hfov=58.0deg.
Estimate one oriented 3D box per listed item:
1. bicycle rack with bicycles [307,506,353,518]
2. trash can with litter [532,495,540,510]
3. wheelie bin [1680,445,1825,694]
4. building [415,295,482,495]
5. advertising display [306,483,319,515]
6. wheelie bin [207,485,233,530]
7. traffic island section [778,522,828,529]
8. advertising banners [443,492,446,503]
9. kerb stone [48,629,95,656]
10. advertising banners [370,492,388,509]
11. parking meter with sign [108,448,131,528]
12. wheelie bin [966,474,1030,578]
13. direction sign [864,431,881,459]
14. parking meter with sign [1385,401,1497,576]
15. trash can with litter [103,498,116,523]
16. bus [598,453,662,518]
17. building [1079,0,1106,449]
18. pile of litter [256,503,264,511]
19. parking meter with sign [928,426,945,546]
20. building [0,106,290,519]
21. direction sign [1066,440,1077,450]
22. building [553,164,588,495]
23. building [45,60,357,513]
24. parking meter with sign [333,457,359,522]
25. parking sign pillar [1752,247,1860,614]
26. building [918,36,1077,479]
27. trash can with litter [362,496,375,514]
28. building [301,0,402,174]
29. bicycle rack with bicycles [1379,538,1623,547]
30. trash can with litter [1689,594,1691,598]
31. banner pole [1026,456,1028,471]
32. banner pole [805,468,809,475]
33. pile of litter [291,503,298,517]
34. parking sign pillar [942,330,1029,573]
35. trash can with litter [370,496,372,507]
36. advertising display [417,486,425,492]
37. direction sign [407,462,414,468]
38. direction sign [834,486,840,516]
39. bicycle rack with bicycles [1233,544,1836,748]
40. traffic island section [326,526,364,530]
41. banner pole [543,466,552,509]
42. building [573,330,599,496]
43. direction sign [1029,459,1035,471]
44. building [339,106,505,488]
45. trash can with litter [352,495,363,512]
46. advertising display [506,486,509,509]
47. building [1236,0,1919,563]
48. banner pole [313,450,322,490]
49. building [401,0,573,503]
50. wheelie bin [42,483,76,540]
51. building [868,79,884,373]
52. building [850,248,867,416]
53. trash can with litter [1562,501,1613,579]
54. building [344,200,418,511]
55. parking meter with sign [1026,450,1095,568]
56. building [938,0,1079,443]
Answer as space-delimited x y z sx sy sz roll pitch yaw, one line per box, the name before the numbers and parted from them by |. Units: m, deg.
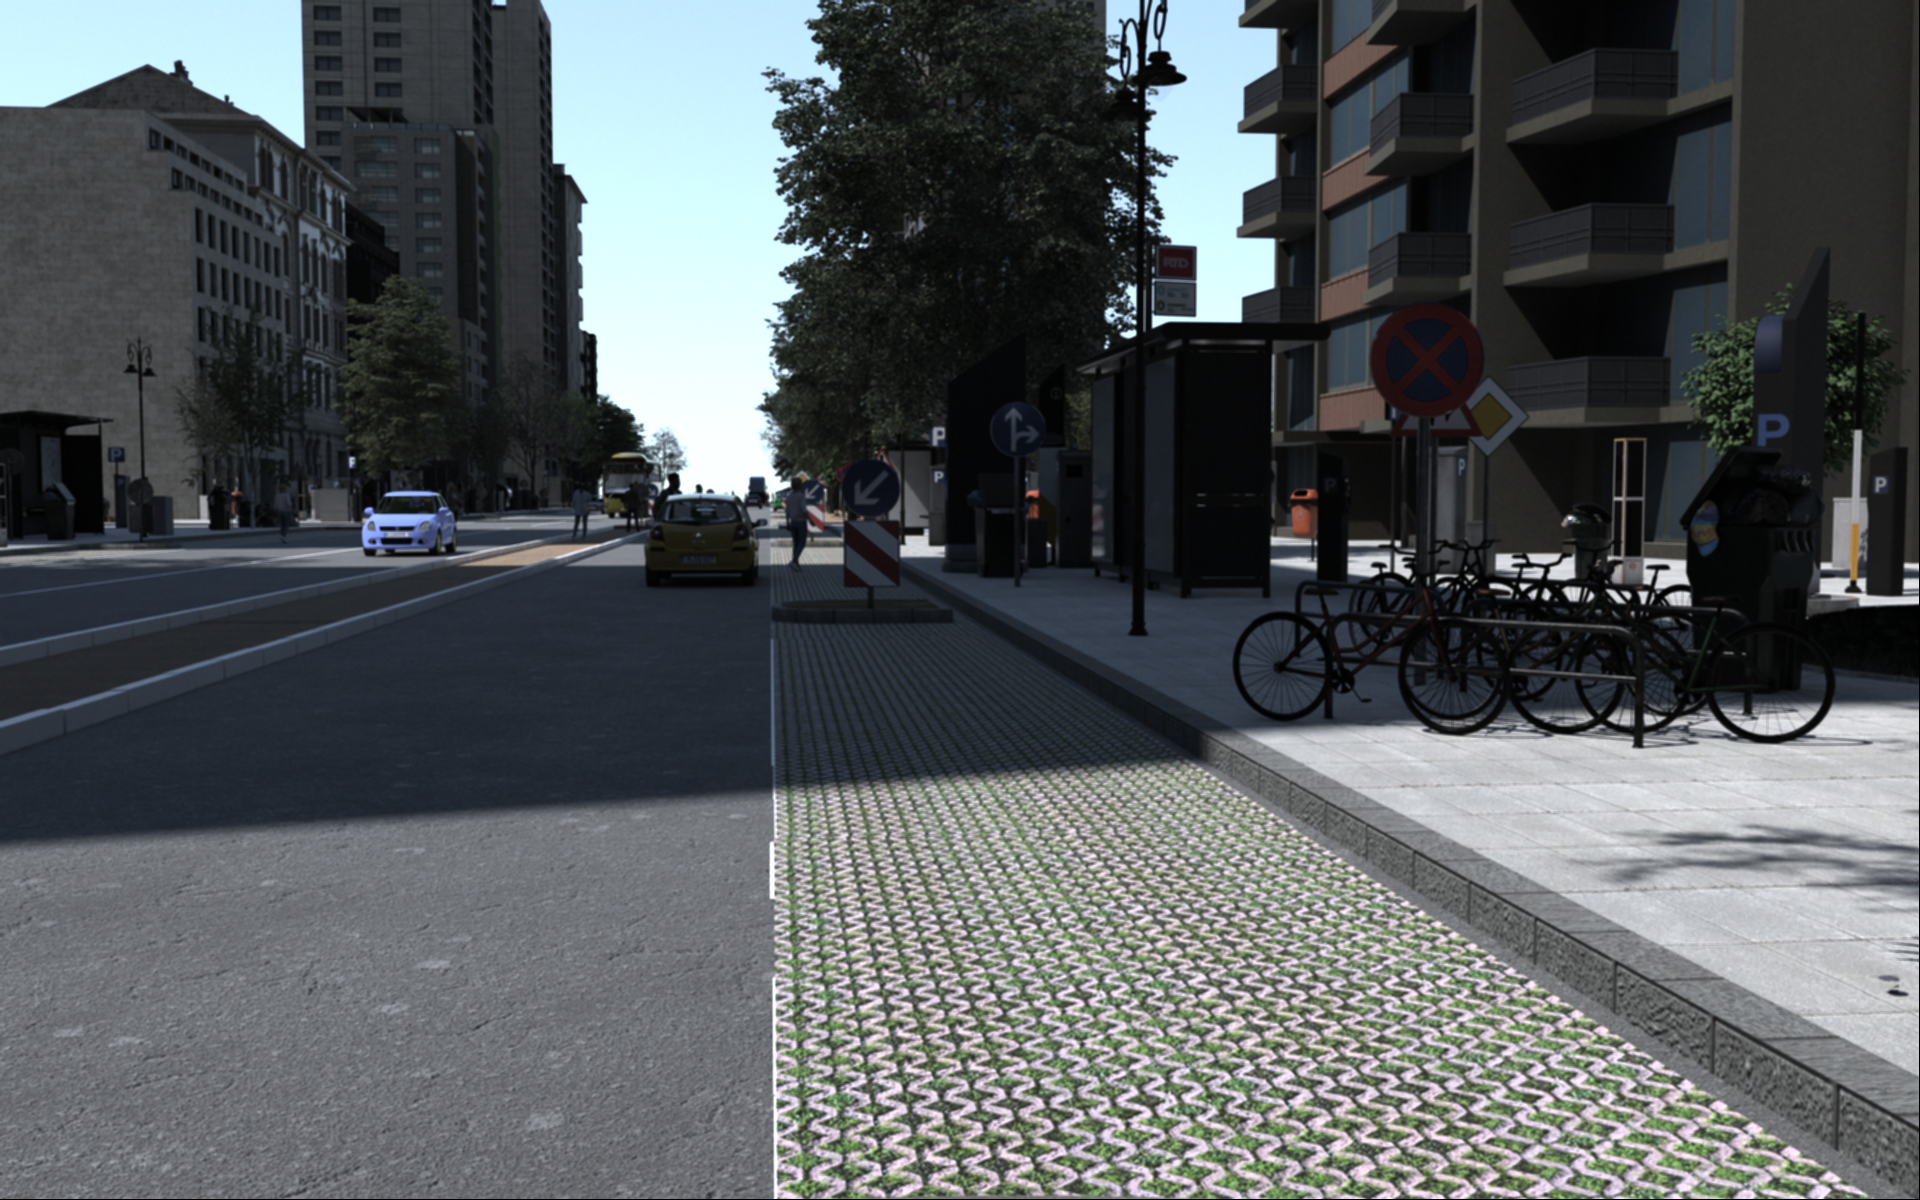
bicycle rack with bicycles | -34.408 -4.981 94.821 2.925 0.926 2.852 -1 4 -23
trash can with litter | -35.556 -8.151 144.655 0.624 1.170 1.055 -1 4 -19
wheelie bin | 5.226 -0.213 11.397 0.980 1.594 0.693 -3 4 -38
building | -61.856 -19.496 163.806 27.650 21.520 28.899 0 4 -6
advertising display | -39.502 -6.144 105.662 0.123 1.923 0.974 1 4 20
wheelie bin | -26.472 -3.308 62.000 0.693 1.594 0.980 0 4 0
traffic island section | -6.494 -3.018 71.629 2.009 0.180 2.903 0 4 -6
advertising banners | -31.774 -6.783 107.097 0.090 3.025 2.074 -1 4 -9
kerb stone | -8.116 0.398 15.689 0.120 0.150 1.000 0 4 -6
advertising banners | -40.945 -7.775 123.314 2.074 3.025 0.090 -3 4 -38
parking meter with sign | -31.733 -4.246 65.681 0.543 3.016 1.738 -1 4 -12
wheelie bin | 0.563 -1.155 26.789 0.980 1.594 0.693 -1 4 -15
direction sign | -3.105 -4.304 62.367 0.876 3.537 0.379 -3 5 -44
parking meter with sign | 7.706 -1.923 27.708 1.738 3.016 0.543 3 5 39
trash can with litter | -38.387 -4.074 78.004 1.055 1.170 0.624 1 4 18
bus | -20.174 -7.062 107.017 2.896 3.916 12.252 0 4 -5
building | 3.872 -45.919 189.029 20.563 71.187 20.611 0 4 -6
pile of litter | -35.798 -4.555 88.444 1.719 0.858 1.176 1 4 20
parking meter with sign | -0.541 -2.887 43.465 0.543 3.016 1.738 0 4 2
building | -44.452 -14.658 94.413 10.420 20.320 16.860 0 4 -6
direction sign | 4.509 -4.952 72.968 0.876 3.537 0.379 -1 4 -14
building | -75.052 -42.095 277.489 28.713 52.752 27.495 0 4 -6
building | -49.587 -20.020 114.721 14.401 28.519 23.554 0 4 -6
parking meter with sign | -28.473 -5.101 79.658 0.543 3.016 1.738 2 4 24
parking sign pillar | 8.899 -1.842 18.588 1.447 3.967 1.447 3 5 39
building | 3.396 -31.897 171.625 14.600 45.320 14.200 0 4 -6
trash can with litter | -38.155 -6.153 111.992 0.624 1.170 1.055 3 5 40
building | -63.029 -46.702 201.827 20.563 71.187 20.611 0 4 -6
bicycle rack with bicycles | 3.871 0.002 13.342 2.852 0.926 2.925 -1 4 -21
trash can with litter | 9.842 -0.638 21.486 1.678 1.210 2.233 0 4 -1
banner pole | 2.840 -5.586 81.346 0.863 3.779 0.401 -2 4 -23
banner pole | -13.040 -9.667 148.064 0.401 3.779 0.863 -3 4 -39
pile of litter | -36.725 -5.002 95.755 1.176 0.858 1.719 -1 4 -12
parking sign pillar | 0.416 -2.452 28.555 1.447 3.967 1.447 0 4 -7
trash can with litter | -42.034 -6.974 125.084 2.233 1.210 1.678 1 4 14
advertising display | -46.857 -8.860 150.069 0.974 1.923 0.123 -2 4 -35
direction sign | -38.621 -7.895 121.085 0.876 3.537 0.379 -1 4 -12
direction sign | -7.303 -6.776 102.776 0.379 3.537 0.876 1 4 17
bicycle rack with bicycles | 3.383 0.221 9.772 2.925 0.926 2.852 3 5 42
traffic island section | -24.131 -2.901 69.712 2.009 0.180 2.903 0 4 -6
banner pole | -36.150 -9.886 151.654 0.863 3.779 0.401 -3 5 -40
building | -70.397 -32.285 299.562 14.160 30.474 14.107 0 4 -6
direction sign | 4.370 -7.193 109.600 0.876 3.537 0.379 2 4 35
building | -57.193 -30.688 185.348 14.154 41.232 14.086 0 4 -6
trash can with litter | -36.241 -5.621 102.956 1.678 1.210 2.233 -1 4 -12
advertising display | -34.731 -7.797 132.696 0.123 1.923 0.974 -2 4 -27
building | 19.642 -23.881 45.072 22.147 44.769 28.867 0 4 -6
banner pole | -36.905 -6.694 99.467 0.401 3.779 0.863 1 4 17
building | -68.049 -49.855 253.381 20.563 71.187 20.611 0 4 -6
wheelie bin | -25.099 -2.466 48.226 0.693 1.594 0.980 0 4 -5
building | -5.963 -51.103 273.786 20.563 71.187 20.611 0 4 -6
building | -7.864 -39.481 300.135 22.147 44.769 28.867 0 4 -6
trash can with litter | 9.647 -0.905 26.182 1.055 1.170 0.624 -3 4 -36
building | -50.446 -18.696 135.357 12.332 23.373 15.834 0 4 -6
parking meter with sign | 2.008 -2.071 30.117 1.738 3.016 0.543 0 4 -6
building | 2.074 -47.185 209.732 20.563 71.187 20.611 0 4 -6
